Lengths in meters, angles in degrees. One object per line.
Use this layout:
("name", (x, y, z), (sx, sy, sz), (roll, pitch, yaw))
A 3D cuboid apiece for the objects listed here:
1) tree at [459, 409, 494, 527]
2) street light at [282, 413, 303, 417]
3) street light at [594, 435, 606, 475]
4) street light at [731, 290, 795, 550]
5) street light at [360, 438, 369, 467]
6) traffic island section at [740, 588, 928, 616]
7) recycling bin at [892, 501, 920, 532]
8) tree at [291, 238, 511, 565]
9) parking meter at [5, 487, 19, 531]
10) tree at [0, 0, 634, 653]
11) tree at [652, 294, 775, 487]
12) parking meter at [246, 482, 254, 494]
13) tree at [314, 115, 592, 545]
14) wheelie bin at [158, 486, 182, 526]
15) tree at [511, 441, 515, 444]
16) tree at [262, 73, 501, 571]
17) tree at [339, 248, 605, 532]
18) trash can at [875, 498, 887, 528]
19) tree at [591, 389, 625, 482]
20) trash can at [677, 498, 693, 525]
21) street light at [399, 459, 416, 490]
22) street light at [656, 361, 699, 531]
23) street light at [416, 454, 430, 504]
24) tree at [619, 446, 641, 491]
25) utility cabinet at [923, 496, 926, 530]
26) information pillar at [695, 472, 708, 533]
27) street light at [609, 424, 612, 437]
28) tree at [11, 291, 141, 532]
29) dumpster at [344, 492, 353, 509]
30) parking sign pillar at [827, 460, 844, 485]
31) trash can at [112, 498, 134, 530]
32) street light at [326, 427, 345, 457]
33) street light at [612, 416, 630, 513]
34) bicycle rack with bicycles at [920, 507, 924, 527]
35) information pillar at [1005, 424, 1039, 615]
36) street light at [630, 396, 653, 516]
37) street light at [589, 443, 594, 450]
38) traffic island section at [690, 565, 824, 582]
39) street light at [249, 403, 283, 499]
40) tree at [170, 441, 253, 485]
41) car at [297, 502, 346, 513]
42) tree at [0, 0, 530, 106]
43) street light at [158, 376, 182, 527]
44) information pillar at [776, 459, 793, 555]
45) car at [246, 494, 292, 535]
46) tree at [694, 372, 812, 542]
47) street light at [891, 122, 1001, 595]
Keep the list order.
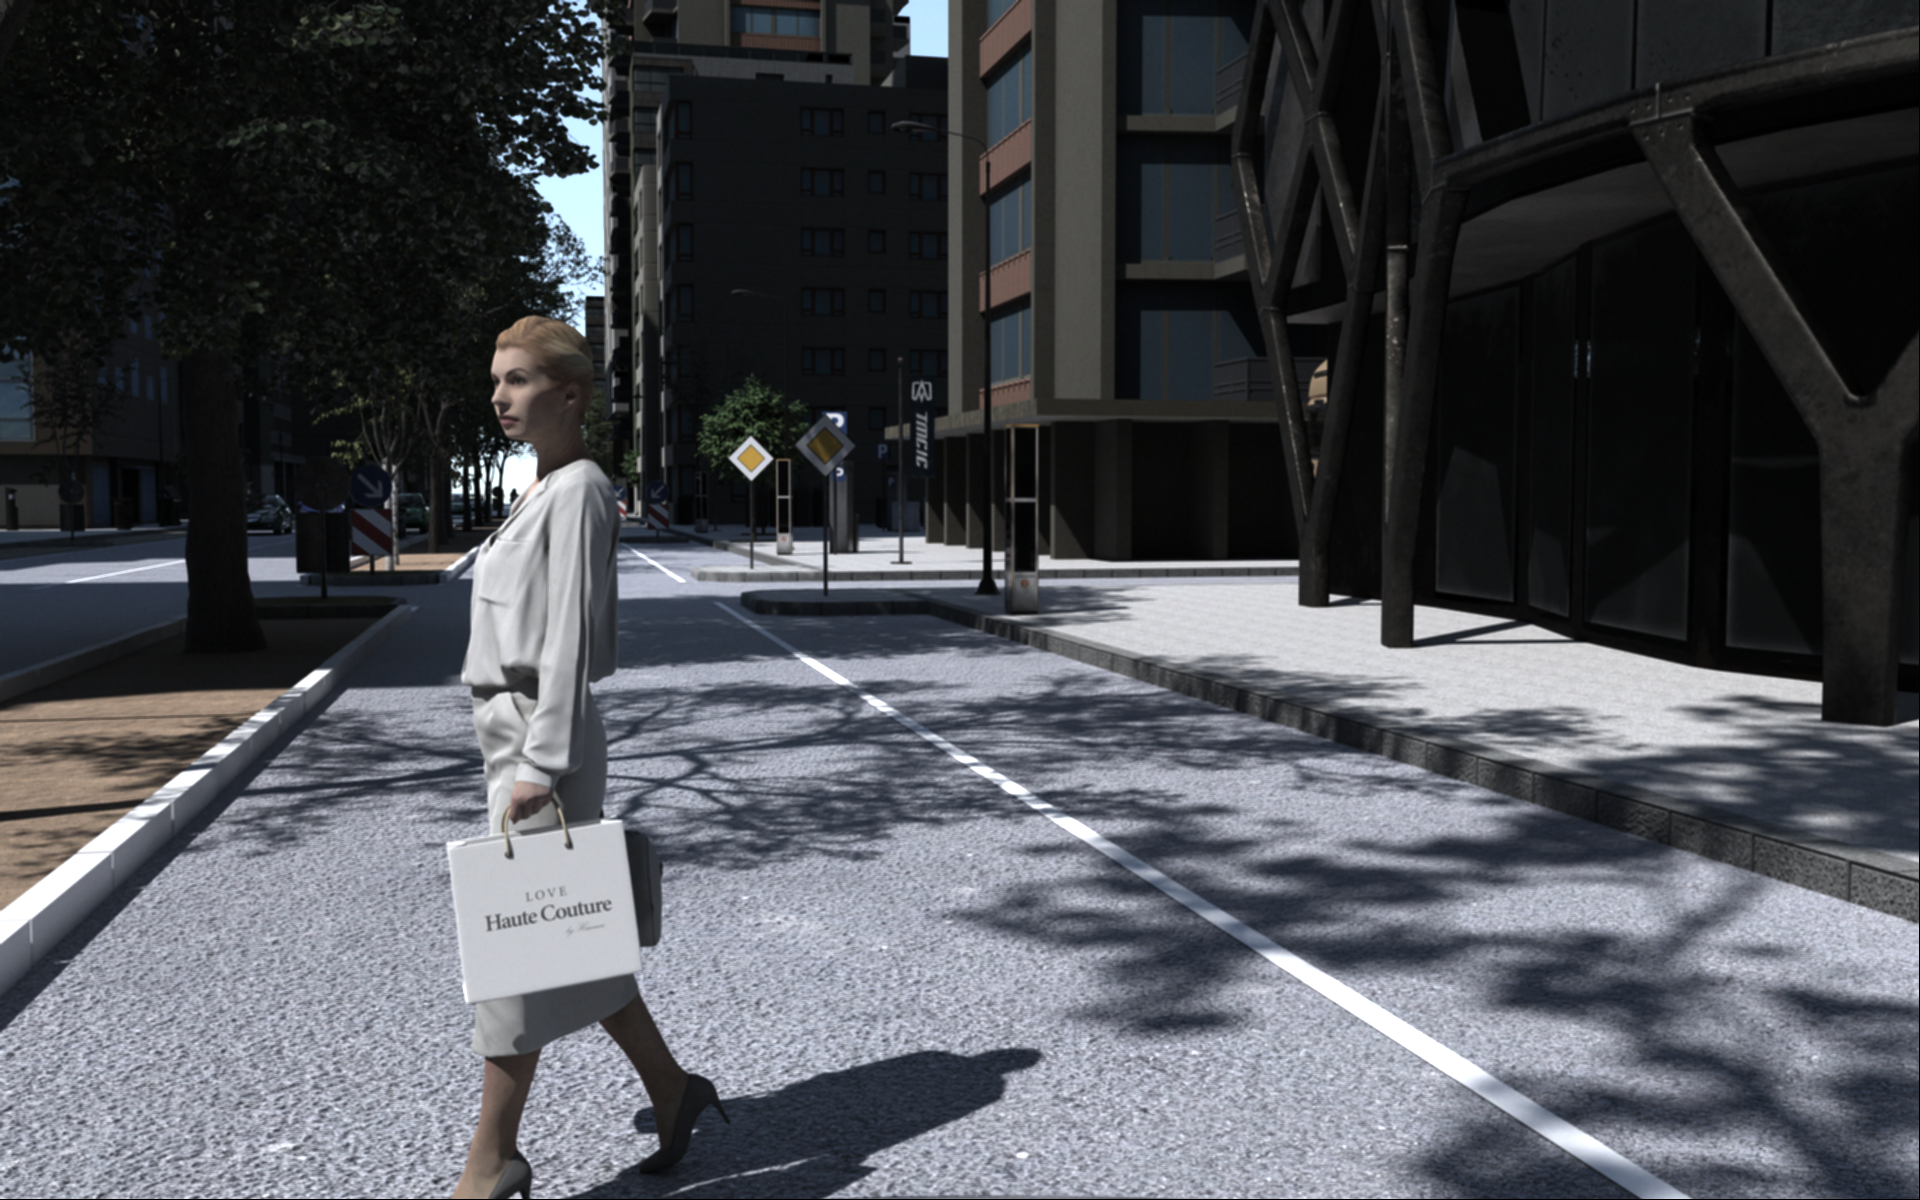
("tree", (-21.411, -9.059, 76.320), (9.928, 11.665, 9.643), (0, 3, 0))
("street light", (-38.495, -7.780, 99.740), (1.470, 5.913, 1.316), (-1, 4, -13))
("street light", (-27.580, -9.962, 135.415), (1.470, 5.913, 1.316), (-1, 4, -13))
("street light", (-4.515, -4.107, 39.684), (1.470, 5.913, 1.316), (-1, 4, -13))
("street light", (-48.571, -10.365, 142.009), (1.470, 5.913, 1.316), (-1, 4, -13))
("traffic island section", (-1.674, 0.026, 21.853), (2.009, 0.180, 2.903), (-1, 4, -13))
("recycling bin", (-1.841, -2.833, 58.867), (0.722, 1.027, 0.722), (2, 4, 29))
("tree", (-11.394, -5.003, 34.614), (4.737, 8.622, 4.395), (0, 3, 0))
("parking meter", (-33.346, -3.211, 60.914), (0.372, 1.533, 0.369), (0, 3, 0))
("tree", (-6.669, -6.493, 15.268), (9.857, 13.997, 8.962), (0, 3, 0))
("tree", (-9.381, -6.990, 64.644), (4.360, 8.622, 3.978), (0, 3, 0))
("parking meter", (-35.090, -4.886, 85.599), (0.255, 1.863, 0.399), (0, 4, 4))
("tree", (-14.450, -7.796, 48.042), (7.486, 12.596, 7.792), (0, 3, 0))
("wheelie bin", (-31.770, -3.772, 69.586), (0.693, 1.594, 0.980), (0, 4, 8))
("tree", (-24.947, -8.488, 91.598), (4.737, 8.622, 4.395), (0, 3, 0))
("tree", (-9.956, -4.719, 29.979), (4.360, 8.622, 3.978), (0, 3, 0))
("tree", (-18.613, -9.302, 64.911), (12.009, 13.543, 11.850), (0, 3, 0))
("trash can", (-2.895, -3.313, 65.824), (0.748, 1.137, 0.748), (0, 3, 0))
("tree", (-38.867, -16.416, 186.521), (7.486, 12.596, 7.792), (0, 3, 0))
("trash can", (-11.364, -3.667, 71.602), (0.748, 1.137, 0.748), (0, 3, 0))
("street light", (-57.994, -12.746, 180.936), (1.470, 5.913, 1.316), (-1, 4, -13))
("street light", (-9.704, -5.381, 60.526), (1.470, 5.913, 1.316), (-1, 4, -13))
("street light", (-63.045, -14.062, 202.459), (1.470, 5.913, 1.316), (-1, 4, -13))
("tree", (-19.092, -7.463, 105.737), (4.285, 4.588, 4.351), (0, 3, 0))
("utility cabinet", (-0.804, -3.092, 61.716), (1.020, 1.237, 0.306), (2, 4, 34))
("information pillar", (-8.509, -3.214, 57.041), (0.304, 2.012, 0.304), (3, 5, 41))
("street light", (-22.470, -8.686, 114.555), (1.470, 5.913, 1.316), (-1, 4, -13))
("tree", (-30.326, -6.657, 59.197), (4.360, 8.622, 3.978), (0, 3, 0))
("dumpster", (-40.174, -6.460, 113.830), (1.865, 1.857, 1.264), (-1, 4, -13))
("parking sign pillar", (-5.087, -5.028, 70.673), (1.447, 3.967, 1.447), (1, 4, 8))
("trash can", (-30.114, -3.102, 62.368), (0.748, 1.137, 0.748), (0, 3, 0))
("street light", (-43.489, -9.057, 120.628), (1.470, 5.913, 1.316), (-1, 4, -13))
("street light", (-19.671, -7.964, 102.759), (1.470, 5.913, 1.316), (-1, 4, -13))
("bicycle rack with bicycles", (-1.558, -3.427, 69.418), (2.925, 0.926, 2.852), (-3, 4, -38))
("information pillar", (0.657, -0.855, 18.463), (0.304, 2.012, 0.304), (-1, 4, -12))
("street light", (-14.711, -6.686, 81.862), (1.470, 5.913, 1.316), (-1, 4, -13))
("street light", (-32.537, -11.240, 156.312), (1.470, 5.913, 1.316), (-1, 4, -13))
("traffic island section", (-3.539, -0.449, 29.618), (2.009, 0.180, 2.903), (-1, 4, -13))
("street light", (-35.740, -7.103, 88.675), (1.470, 5.913, 1.316), (-1, 4, -13))
("tree", (-34.259, -5.837, 79.152), (4.285, 4.588, 4.351), (0, 3, 0))
("car", (-27.481, -3.978, 74.637), (1.945, 1.707, 3.694), (-1, 4, -15))
("tree", (-4.323, -4.281, 6.871), (8.767, 10.594, 7.601), (-1, 4, -13))
("street light", (-30.691, -5.826, 67.800), (1.470, 5.913, 1.316), (-1, 4, -13))
("information pillar", (-3.697, -1.958, 36.503), (0.304, 2.012, 0.304), (0, 4, 3))
("car", (-24.840, -3.033, 61.390), (2.131, 1.459, 4.920), (-1, 4, -14))
("tree", (-5.477, -3.855, 46.742), (4.285, 4.588, 4.351), (0, 3, 0))
("street light", (-0.175, -3.019, 21.899), (1.470, 5.913, 1.316), (-1, 4, -13))
